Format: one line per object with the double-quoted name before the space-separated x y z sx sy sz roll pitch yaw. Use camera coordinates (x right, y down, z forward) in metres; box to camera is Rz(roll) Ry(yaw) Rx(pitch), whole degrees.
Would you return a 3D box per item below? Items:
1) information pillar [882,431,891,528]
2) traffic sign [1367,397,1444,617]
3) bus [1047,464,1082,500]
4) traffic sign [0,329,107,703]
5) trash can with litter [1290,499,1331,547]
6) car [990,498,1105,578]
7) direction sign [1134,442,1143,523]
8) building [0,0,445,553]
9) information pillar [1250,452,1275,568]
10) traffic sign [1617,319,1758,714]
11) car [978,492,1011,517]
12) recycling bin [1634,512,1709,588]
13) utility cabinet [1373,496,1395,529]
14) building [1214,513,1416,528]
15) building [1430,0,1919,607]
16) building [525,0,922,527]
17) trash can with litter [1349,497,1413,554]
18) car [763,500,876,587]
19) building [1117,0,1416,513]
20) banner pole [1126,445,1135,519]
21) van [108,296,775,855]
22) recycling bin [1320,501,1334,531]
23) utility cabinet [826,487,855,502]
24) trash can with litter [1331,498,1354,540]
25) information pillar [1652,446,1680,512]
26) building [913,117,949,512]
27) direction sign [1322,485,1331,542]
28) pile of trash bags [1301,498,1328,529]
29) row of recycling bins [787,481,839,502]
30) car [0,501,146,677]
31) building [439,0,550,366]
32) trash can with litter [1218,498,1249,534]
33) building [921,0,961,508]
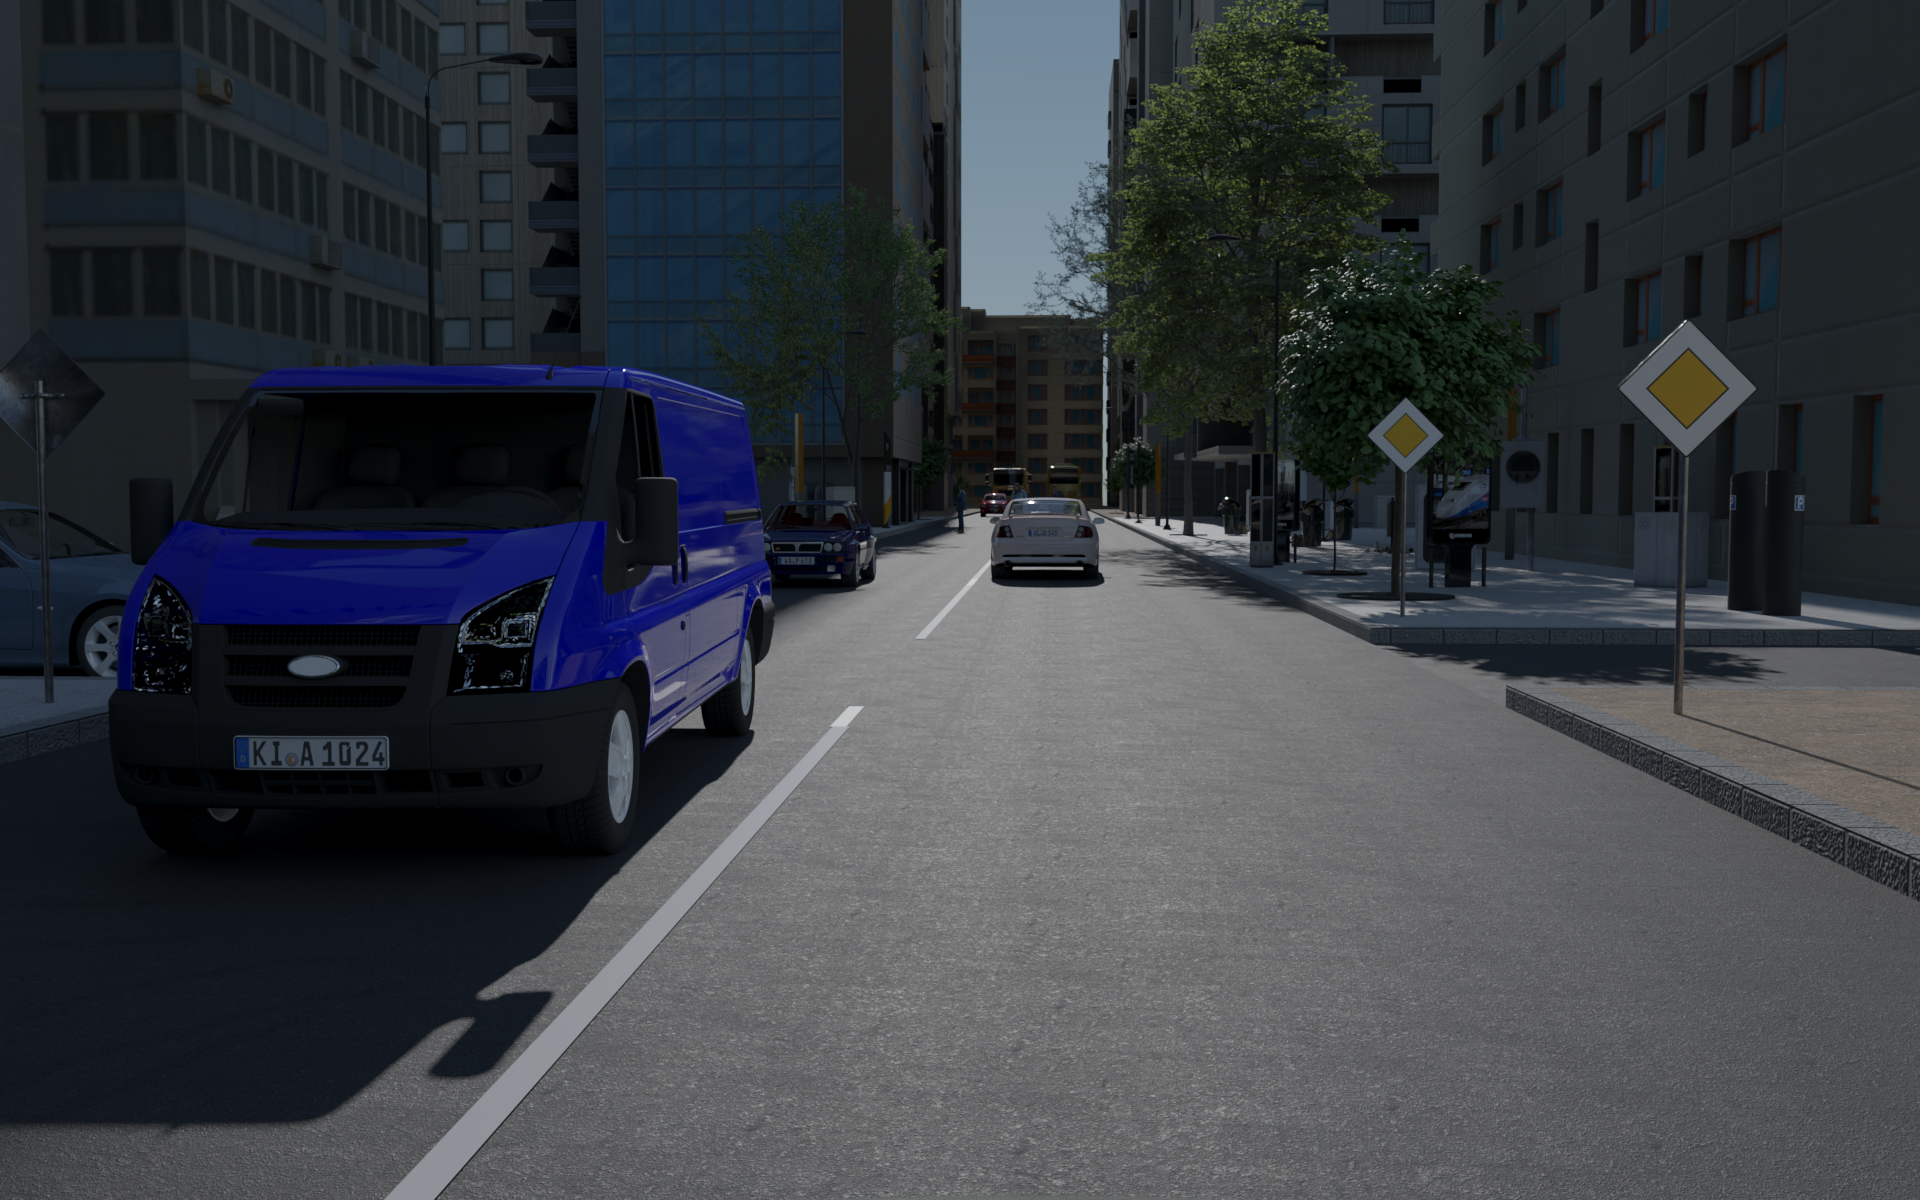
"information pillar" -2.715 -4.484 64.669 0.183 3.616 0.504 1 4 22
"traffic sign" 4.615 -0.879 18.012 0.795 2.450 0.064 0 4 3
"bus" 8.389 -9.046 139.440 2.896 3.916 12.252 0 4 4
"traffic sign" -5.594 -0.425 10.584 0.795 2.450 0.064 0 4 3
"trash can with litter" 8.347 -1.871 41.970 0.624 1.170 1.055 -2 4 -26
"car" 1.542 -1.132 30.873 2.083 1.381 4.827 0 4 4
"direction sign" 7.856 -5.144 76.109 0.379 3.537 0.876 0 4 1
"building" -23.564 -20.745 31.065 32.217 40.220 23.993 0 4 3
"information pillar" 5.271 -1.573 30.218 0.304 2.012 0.304 -2 4 -32
"traffic sign" 4.185 -0.391 10.039 0.795 2.450 0.064 0 4 3
"car" 2.244 -6.157 109.713 2.155 1.783 4.494 0 4 4
"recycling bin" 9.841 -0.698 23.961 0.722 1.027 0.722 -3 4 -37
"utility cabinet" 15.877 -3.245 64.221 1.020 1.237 0.306 0 4 -8
"building" 23.926 -29.873 77.668 28.713 52.752 27.495 0 4 3
"building" 26.038 -11.358 30.750 28.899 21.520 27.650 0 4 3
"building" -9.043 -25.814 72.162 14.600 45.320 14.200 0 4 3
"trash can with litter" 9.354 -1.642 37.903 1.678 1.210 2.233 1 4 14
"car" -2.359 -0.945 28.033 1.945 1.354 3.894 0 4 3
"building" 27.888 -34.464 152.723 28.713 52.752 27.495 0 4 3
"banner pole" 8.671 -6.013 88.335 0.401 3.779 0.863 3 5 42
"van" -2.223 -0.262 8.674 2.240 2.365 5.245 0 4 1
"recycling bin" 12.866 -2.974 61.175 0.722 1.027 0.722 2 4 31
"utility cabinet" -3.605 -2.653 52.057 0.318 1.500 1.173 2 4 29
"trash can with litter" 10.498 -2.246 48.108 0.624 1.170 1.055 -1 4 -17
"information pillar" 10.767 -1.342 26.432 0.304 2.012 0.304 3 5 39
"building" -8.324 -21.869 129.258 14.160 30.474 14.107 0 4 3
"direction sign" 9.794 -3.338 46.574 0.876 3.537 0.379 3 5 44
"pile of trash bags" 12.375 -3.311 63.887 3.447 1.369 1.912 0 4 5
"row of recycling bins" -4.838 -3.054 57.041 1.069 1.692 3.534 -2 4 -24
"car" -7.649 -0.095 13.548 4.499 1.417 2.014 0 4 1
"building" -16.001 -31.741 108.198 28.713 52.752 27.495 0 4 3
"trash can with litter" 8.712 -2.668 55.002 0.624 1.170 1.055 3 5 41
"building" -13.502 -34.564 154.358 27.495 52.752 28.713 0 4 3
